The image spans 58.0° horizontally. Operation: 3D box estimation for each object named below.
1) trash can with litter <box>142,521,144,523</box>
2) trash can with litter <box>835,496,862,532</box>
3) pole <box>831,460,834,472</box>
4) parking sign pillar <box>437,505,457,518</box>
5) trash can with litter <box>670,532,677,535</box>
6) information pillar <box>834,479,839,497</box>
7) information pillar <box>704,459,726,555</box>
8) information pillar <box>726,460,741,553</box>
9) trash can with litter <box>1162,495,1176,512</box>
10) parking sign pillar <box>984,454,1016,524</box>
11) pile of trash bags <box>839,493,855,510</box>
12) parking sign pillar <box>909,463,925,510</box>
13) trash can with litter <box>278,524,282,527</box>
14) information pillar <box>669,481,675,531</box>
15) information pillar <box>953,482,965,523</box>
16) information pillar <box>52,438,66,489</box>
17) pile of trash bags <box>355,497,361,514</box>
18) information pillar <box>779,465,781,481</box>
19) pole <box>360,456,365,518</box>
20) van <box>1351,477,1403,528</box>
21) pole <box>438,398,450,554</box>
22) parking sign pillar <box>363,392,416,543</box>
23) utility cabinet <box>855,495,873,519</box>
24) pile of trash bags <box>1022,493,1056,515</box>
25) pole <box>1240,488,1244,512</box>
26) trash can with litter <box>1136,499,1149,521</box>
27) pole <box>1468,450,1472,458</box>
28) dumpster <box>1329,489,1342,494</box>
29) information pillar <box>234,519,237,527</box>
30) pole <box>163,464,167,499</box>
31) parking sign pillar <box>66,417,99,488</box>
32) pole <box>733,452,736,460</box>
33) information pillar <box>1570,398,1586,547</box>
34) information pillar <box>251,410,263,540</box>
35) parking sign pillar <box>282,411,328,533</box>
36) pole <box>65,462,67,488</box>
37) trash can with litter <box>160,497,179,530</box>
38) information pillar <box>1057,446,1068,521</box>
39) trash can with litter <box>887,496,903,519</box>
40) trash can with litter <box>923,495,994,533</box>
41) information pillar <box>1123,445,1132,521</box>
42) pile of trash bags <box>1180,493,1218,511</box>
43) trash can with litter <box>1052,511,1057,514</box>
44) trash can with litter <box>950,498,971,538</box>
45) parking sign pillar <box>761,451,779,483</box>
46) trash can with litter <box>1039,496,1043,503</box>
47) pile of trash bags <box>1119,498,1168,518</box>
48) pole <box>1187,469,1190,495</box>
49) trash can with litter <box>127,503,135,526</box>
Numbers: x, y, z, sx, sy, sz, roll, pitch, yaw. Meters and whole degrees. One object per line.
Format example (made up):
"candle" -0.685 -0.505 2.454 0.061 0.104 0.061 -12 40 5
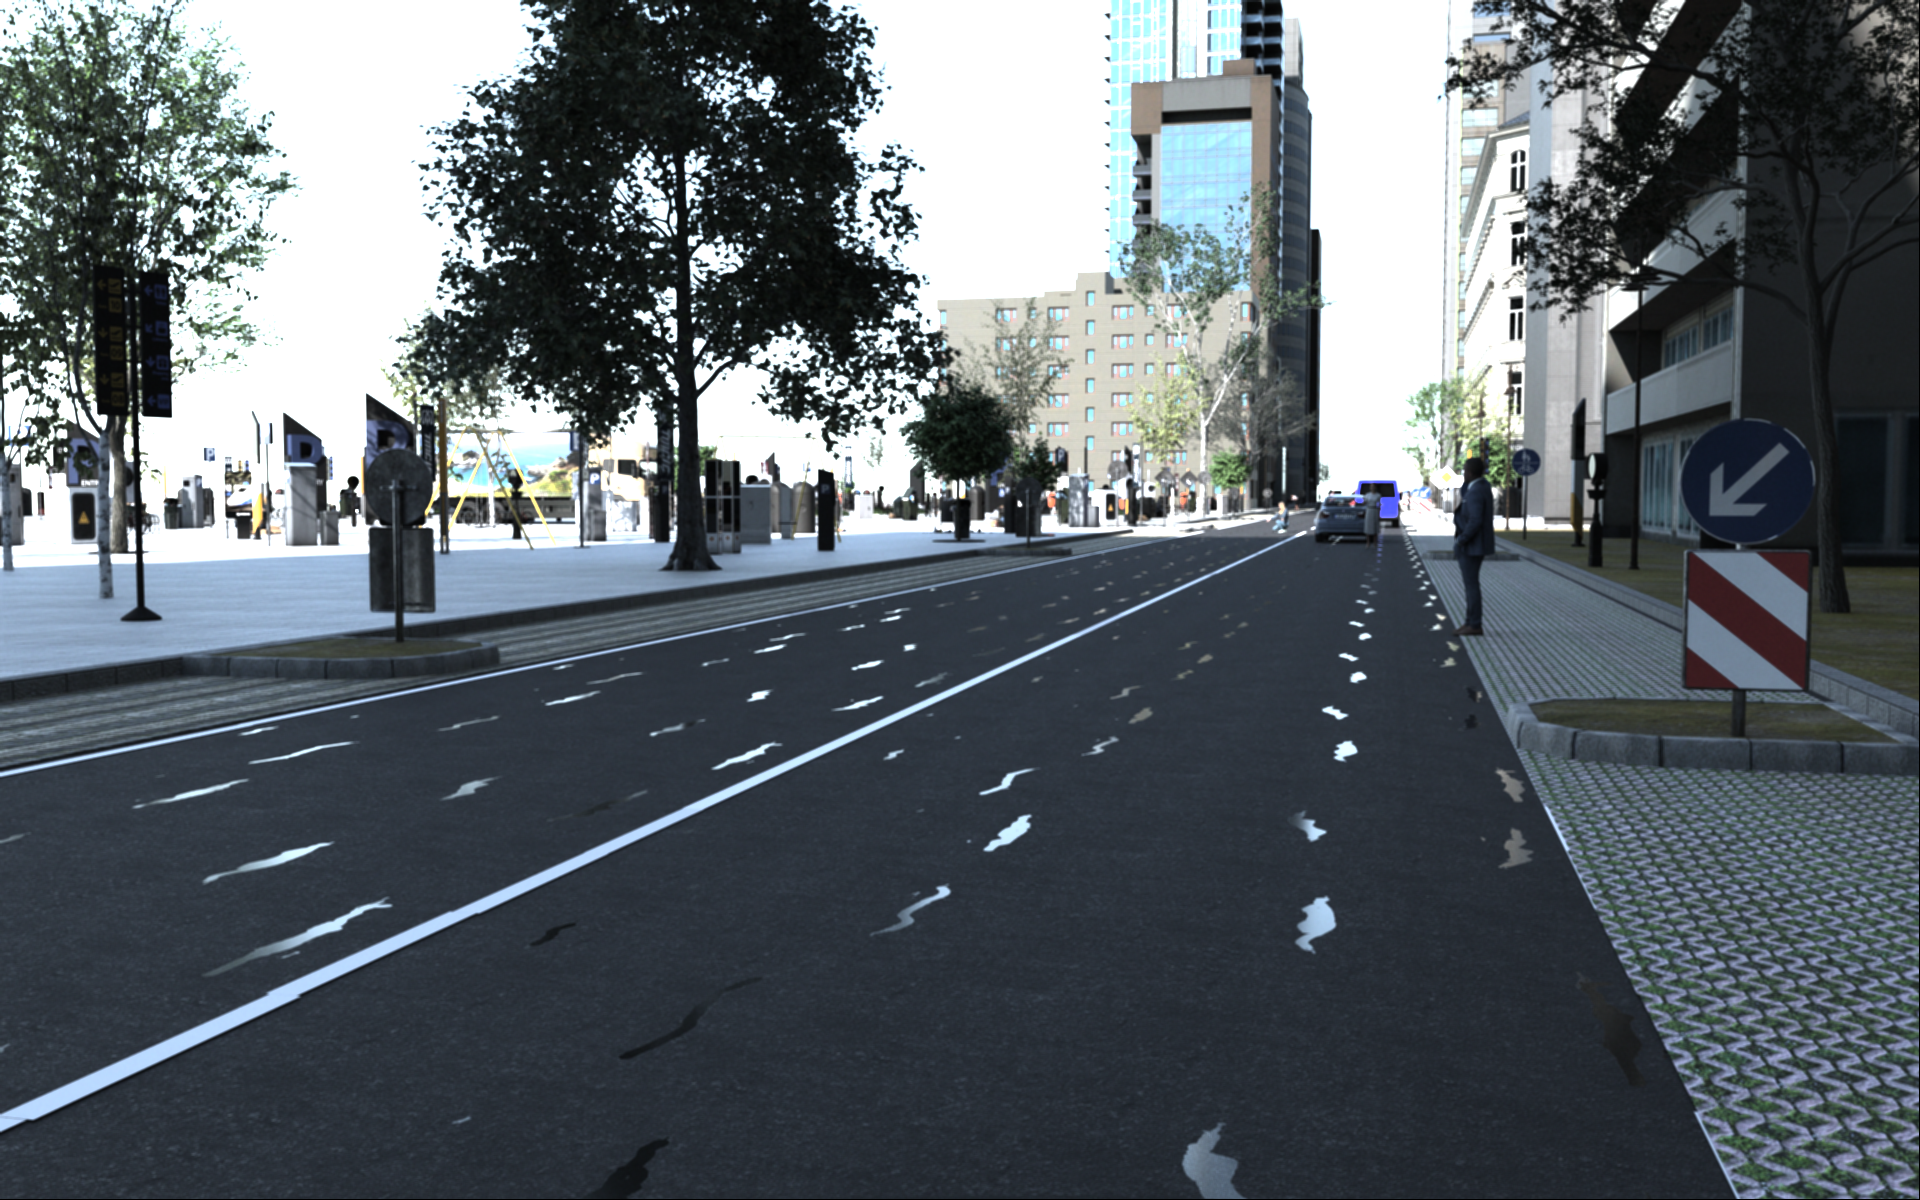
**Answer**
"trash can with litter" -34.409 -3.688 71.358 1.678 1.210 2.233 3 5 43
"trash can with litter" -4.301 -2.993 59.990 1.678 1.210 2.233 -1 4 -22
"pole" -7.643 -6.713 103.597 0.158 3.312 0.155 0 3 0
"parking sign pillar" -27.505 -6.418 93.402 1.447 3.967 1.447 1 4 13
"trash can with litter" -8.808 -2.705 55.285 1.678 1.210 2.233 0 4 1
"information pillar" -6.093 -4.879 84.267 0.304 2.012 0.304 1 4 19
"information pillar" -5.207 -1.964 36.606 0.304 2.012 0.304 1 4 10
"information pillar" -4.954 -2.020 37.521 0.304 2.012 0.304 2 4 28
"trash can with litter" 14.605 -7.082 126.843 2.233 1.210 1.678 1 4 18
"parking sign pillar" 1.770 -5.340 75.776 1.447 3.967 1.447 -2 4 -24
"pile of trash bags" -8.720 -7.936 139.506 3.447 1.369 1.912 3 5 44
"parking sign pillar" -3.212 -8.671 130.241 1.447 3.967 1.447 3 5 41
"trash can with litter" -26.310 -3.538 68.905 1.678 1.210 2.233 1 4 10
"information pillar" -10.247 -3.453 60.944 0.304 2.012 0.304 1 4 19
"information pillar" -0.053 -5.155 75.631 0.504 3.616 0.183 0 4 -7
"information pillar" -36.906 -4.872 71.006 0.504 3.616 0.183 0 4 -5
"pile of trash bags" -37.731 -6.183 110.841 1.912 1.369 3.447 3 5 41
"information pillar" -14.668 -9.085 139.894 0.504 3.616 0.183 1 4 20
"pole" -32.064 -6.061 92.946 0.158 3.312 0.155 0 3 0
"van" 18.123 -4.337 75.300 2.240 2.365 5.245 1 4 13
"pole" -11.047 -2.643 37.049 0.158 3.312 0.155 0 3 0
"parking sign pillar" -15.029 -3.502 45.734 1.447 3.967 1.447 0 4 -4
"utility cabinet" -4.899 -4.745 88.748 1.020 1.237 0.306 -3 5 -44
"pile of trash bags" 4.932 -5.944 106.934 1.912 1.369 3.447 -2 4 -30
"pole" 19.821 -7.820 121.696 0.158 3.312 0.155 0 3 0
"trash can with litter" 8.539 -4.344 82.407 0.624 1.170 1.055 -3 5 -42
"pole" 23.719 -5.310 80.661 0.158 3.312 0.155 0 3 0
"dumpster" 58.015 -16.058 267.503 1.985 2.255 1.502 1 4 12
"information pillar" -27.787 -3.806 66.725 0.304 2.012 0.304 -1 4 -9
"pole" -54.627 -7.659 119.061 0.158 3.312 0.155 0 3 0
"parking sign pillar" -30.679 -4.430 60.907 1.447 3.967 1.447 -1 4 -20
"pole" -10.831 -5.468 83.248 0.158 3.312 0.155 0 3 0
"information pillar" 15.055 -3.109 42.181 0.504 3.616 0.183 -3 5 -42
"information pillar" -19.534 -3.470 48.090 0.183 3.616 0.504 -3 5 -41
"parking sign pillar" -21.511 -4.186 56.909 1.447 3.967 1.447 3 5 44
"pole" -56.893 -7.119 110.234 0.158 3.312 0.155 0 3 0
"trash can with litter" -28.525 -3.123 62.444 0.624 1.170 1.055 -2 4 -30
"information pillar" 4.962 -5.644 83.628 0.504 3.616 0.183 0 4 7
"trash can with litter" -3.279 -4.813 90.072 0.624 1.170 1.055 2 4 32
"trash can with litter" -0.016 -2.818 57.138 2.233 1.210 1.678 1 4 11
"information pillar" 8.084 -5.626 83.332 0.183 3.616 0.504 -2 4 -32
"pile of trash bags" 18.729 -7.636 134.603 3.447 1.369 1.912 -1 4 -14
"trash can with litter" 6.630 -6.330 114.554 1.678 1.210 2.233 -2 4 -27
"trash can with litter" 0.007 -2.369 50.122 0.624 1.170 1.055 0 4 -2
"parking sign pillar" -11.999 -7.385 109.218 1.447 3.967 1.447 3 5 44
"trash can with litter" 6.498 -7.482 133.717 1.055 1.170 0.624 -1 4 -17
"pile of trash bags" 9.578 -5.078 92.770 1.912 1.369 3.447 3 4 39
"pole" 18.509 -8.966 140.430 0.158 3.312 0.155 0 3 0
"trash can with litter" -33.158 -3.492 68.482 1.055 1.170 0.624 -2 4 -28
